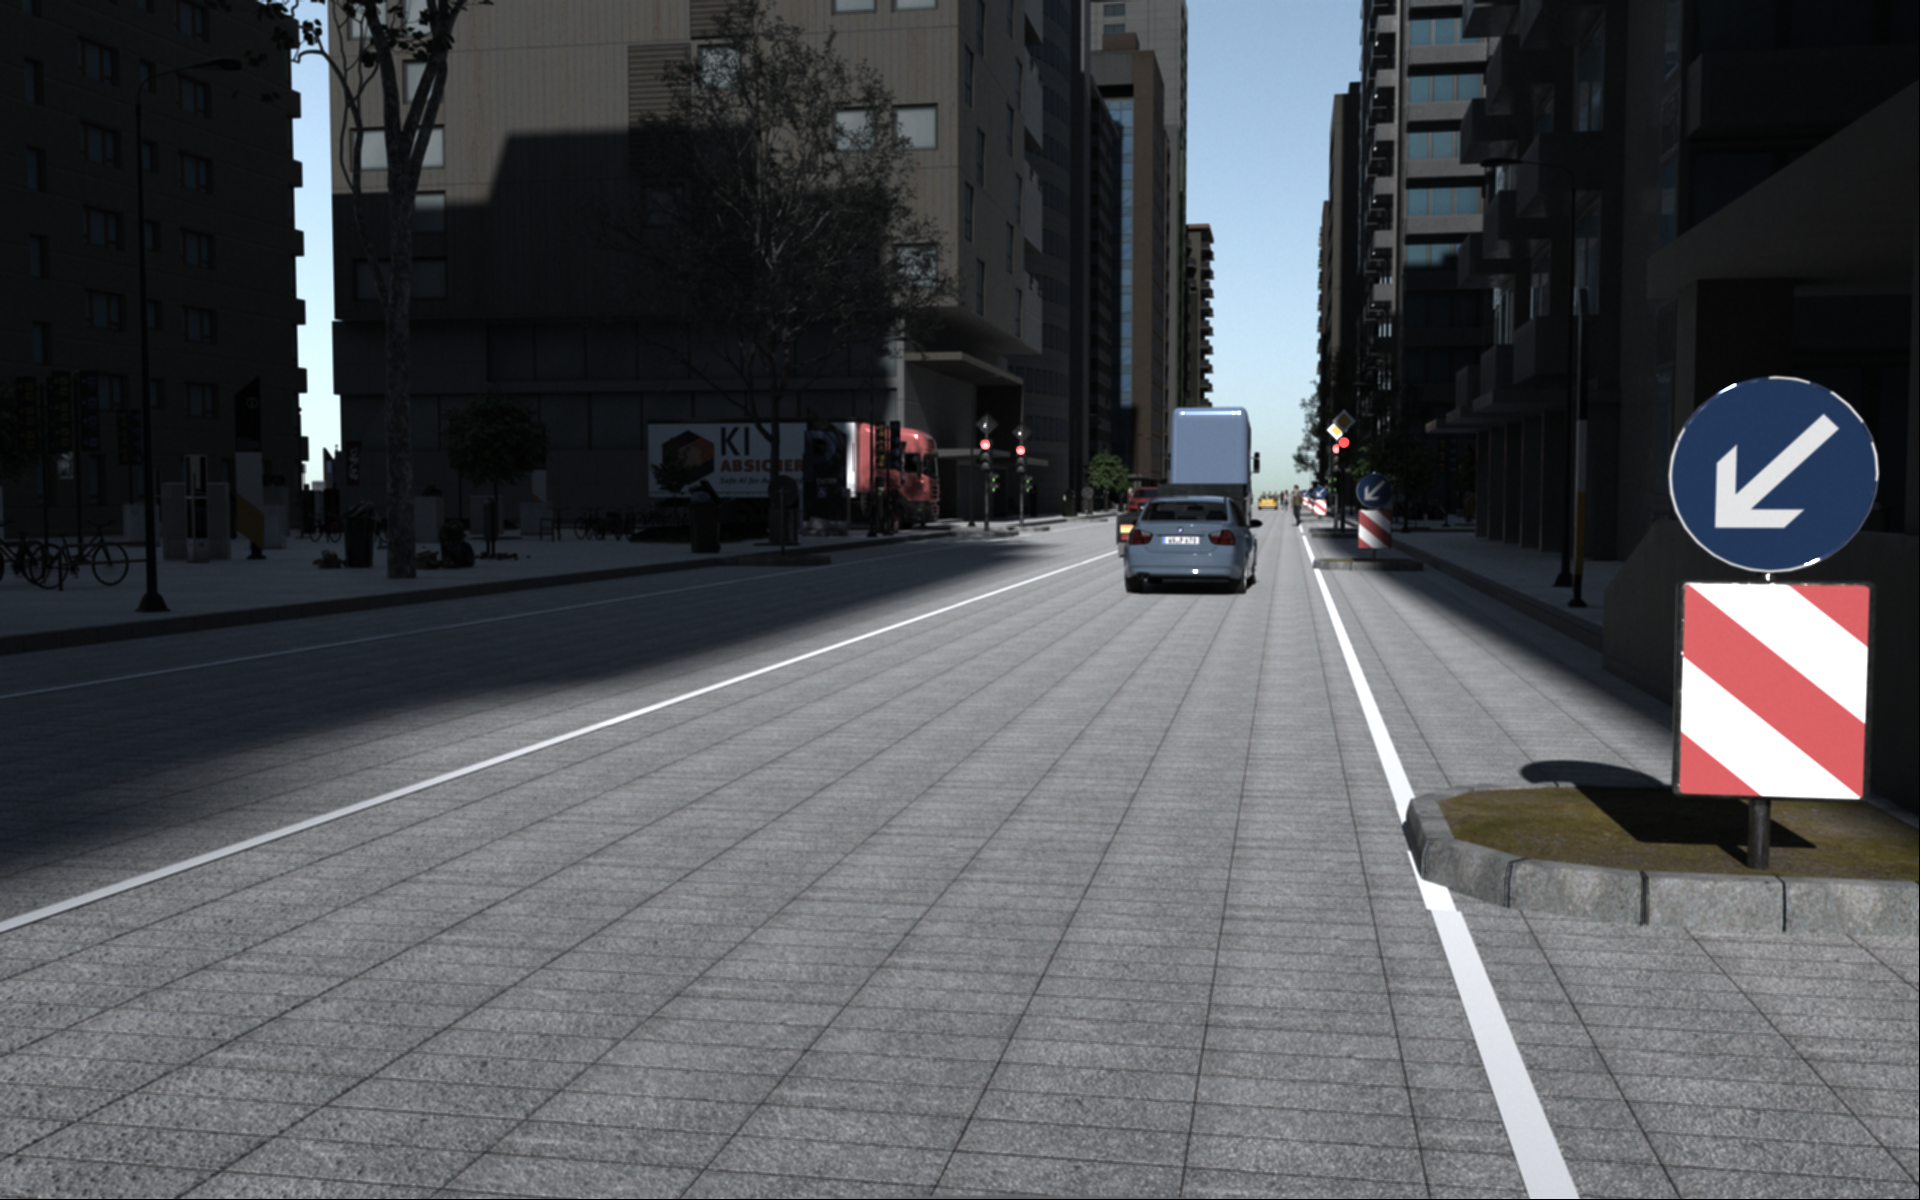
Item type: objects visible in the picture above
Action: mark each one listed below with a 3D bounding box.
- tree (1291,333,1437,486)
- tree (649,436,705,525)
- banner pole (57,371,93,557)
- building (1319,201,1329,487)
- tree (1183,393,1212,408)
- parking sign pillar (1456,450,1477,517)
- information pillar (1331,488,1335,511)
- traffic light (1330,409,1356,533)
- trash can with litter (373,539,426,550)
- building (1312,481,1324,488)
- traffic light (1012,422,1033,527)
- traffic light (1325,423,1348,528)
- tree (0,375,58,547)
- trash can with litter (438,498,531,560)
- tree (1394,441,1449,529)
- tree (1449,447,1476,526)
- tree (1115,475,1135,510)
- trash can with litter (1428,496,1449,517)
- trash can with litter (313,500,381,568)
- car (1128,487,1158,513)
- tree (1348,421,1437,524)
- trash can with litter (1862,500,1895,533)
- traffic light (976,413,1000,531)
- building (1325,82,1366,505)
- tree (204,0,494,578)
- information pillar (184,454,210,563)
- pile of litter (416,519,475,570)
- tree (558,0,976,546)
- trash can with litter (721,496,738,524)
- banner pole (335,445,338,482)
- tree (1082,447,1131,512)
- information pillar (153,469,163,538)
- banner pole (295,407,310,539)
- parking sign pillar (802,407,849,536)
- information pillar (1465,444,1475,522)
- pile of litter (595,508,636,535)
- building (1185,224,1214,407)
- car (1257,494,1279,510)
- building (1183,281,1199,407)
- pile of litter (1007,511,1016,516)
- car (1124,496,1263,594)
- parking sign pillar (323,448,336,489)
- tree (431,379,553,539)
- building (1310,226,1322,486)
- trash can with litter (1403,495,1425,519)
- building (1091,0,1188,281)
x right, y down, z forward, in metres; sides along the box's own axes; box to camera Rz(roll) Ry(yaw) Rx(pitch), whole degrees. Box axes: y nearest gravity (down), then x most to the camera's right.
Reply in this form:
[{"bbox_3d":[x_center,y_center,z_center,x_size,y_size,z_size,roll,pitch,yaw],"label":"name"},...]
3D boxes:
[{"bbox_3d":[23.383,-10.105,99.633,8.767,10.594,7.601,2,4,24],"label":"tree"},{"bbox_3d":[-9.699,-3.887,58.151,1.663,3.219,1.824,0,3,0],"label":"tree"},{"bbox_3d":[-18.147,-2.773,35.353,0.863,3.779,0.401,2,4,24],"label":"banner pole"},{"bbox_3d":[60.337,-37.025,255.468,14.600,45.320,14.200,1,4,11],"label":"building"},{"bbox_3d":[28.279,-18.968,216.777,9.857,13.997,8.962,0,3,0],"label":"tree"},{"bbox_3d":[28.442,-6.612,96.585,1.447,3.967,1.447,0,4,3],"label":"parking sign pillar"},{"bbox_3d":[27.781,-7.584,128.490,0.304,2.012,0.304,-3,5,-44],"label":"information pillar"},{"bbox_3d":[12.692,-4.191,57.435,0.839,4.253,0.868,1,4,11],"label":"traffic light"},{"bbox_3d":[-13.352,-1.793,40.377,1.678,1.210,2.233,-1,4,-15],"label":"trash can with litter"},{"bbox_3d":[64.493,-33.229,235.176,32.217,40.220,23.993,1,4,11],"label":"building"},{"bbox_3d":[2.420,-4.805,67.482,0.839,4.253,0.868,1,4,11],"label":"traffic light"},{"bbox_3d":[14.177,-4.670,65.282,0.839,4.253,0.868,1,4,11],"label":"traffic light"},{"bbox_3d":[-23.825,-3.582,42.276,4.285,4.588,4.351,0,3,0],"label":"tree"},{"bbox_3d":[-9.311,-1.417,34.232,1.678,1.210,2.233,-2,4,-27],"label":"trash can with litter"},{"bbox_3d":[16.725,-4.236,63.866,1.663,3.219,1.824,0,3,0],"label":"tree"},{"bbox_3d":[20.865,-4.656,70.720,1.663,3.219,1.824,0,3,0],"label":"tree"},{"bbox_3d":[12.872,-8.778,138.116,1.663,3.219,1.824,0,3,0],"label":"tree"},{"bbox_3d":[25.194,-4.879,91.152,1.055,1.170,0.624,1,4,12],"label":"trash can with litter"},{"bbox_3d":[-10.674,-1.148,30.151,1.055,1.170,0.624,-3,5,-44],"label":"trash can with litter"},{"bbox_3d":[9.967,-5.008,90.553,2.281,1.827,5.304,1,4,12],"label":"car"},{"bbox_3d":[19.207,-5.629,75.748,4.285,4.588,4.351,0,3,0],"label":"tree"},{"bbox_3d":[10.987,-0.585,20.615,1.678,1.210,2.233,0,4,1],"label":"trash can with litter"},{"bbox_3d":[0.935,-4.325,59.636,0.839,4.253,0.868,1,4,11],"label":"traffic light"},{"bbox_3d":[53.441,-35.206,199.316,21.300,48.544,21.600,1,4,11],"label":"building"},{"bbox_3d":[-7.504,-10.464,26.978,12.611,20.169,13.585,0,3,0],"label":"tree"},{"bbox_3d":[-14.228,-1.701,32.300,0.304,2.012,0.304,3,5,42],"label":"information pillar"},{"bbox_3d":[-9.075,-0.985,30.076,1.176,0.858,1.719,1,4,19],"label":"pile of litter"},{"bbox_3d":[-4.711,-8.102,42.831,12.009,13.543,11.850,0,3,0],"label":"tree"},{"bbox_3d":[-6.667,-2.567,53.032,2.233,1.210,1.678,-1,4,-10],"label":"trash can with litter"},{"bbox_3d":[-31.531,-5.969,87.609,0.401,3.779,0.863,-1,4,-12],"label":"banner pole"},{"bbox_3d":[10.330,-8.447,121.825,4.285,4.588,4.351,0,3,0],"label":"tree"},{"bbox_3d":[-23.691,-2.839,50.914,0.304,2.012,0.304,1,4,8],"label":"information pillar"},{"bbox_3d":[-19.151,-3.685,50.273,0.401,3.779,0.863,-2,4,-24],"label":"banner pole"},{"bbox_3d":[-4.142,-3.951,53.069,1.447,3.967,1.447,1,4,22],"label":"parking sign pillar"},{"bbox_3d":[23.727,-5.450,80.465,0.504,3.616,0.183,-3,4,-39],"label":"information pillar"},{"bbox_3d":[-10.857,-2.513,55.057,1.719,0.858,1.176,-2,4,-32],"label":"pile of litter"},{"bbox_3d":[28.606,-37.881,273.974,22.147,44.769,28.867,1,4,11],"label":"building"},{"bbox_3d":[28.425,-9.145,159.750,2.015,1.641,3.980,1,4,12],"label":"car"},{"bbox_3d":[24.480,-28.179,232.425,14.160,30.474,14.107,1,4,11],"label":"building"},{"bbox_3d":[2.681,-5.261,99.974,1.176,0.858,1.719,3,5,40],"label":"pile of litter"},{"bbox_3d":[3.547,-0.874,26.298,2.014,1.417,4.499,1,4,13],"label":"car"},{"bbox_3d":[-36.725,-6.904,101.357,1.447,3.967,1.447,0,4,7],"label":"parking sign pillar"},{"bbox_3d":[-13.390,-4.026,49.540,4.285,4.588,4.351,0,3,0],"label":"tree"},{"bbox_3d":[68.570,-40.216,277.134,23.786,49.044,30.456,1,4,11],"label":"building"},{"bbox_3d":[23.455,-4.725,88.308,1.678,1.210,2.233,1,4,16],"label":"trash can with litter"},{"bbox_3d":[24.114,-49.580,248.885,20.563,71.187,20.611,1,4,11],"label":"building"}]
